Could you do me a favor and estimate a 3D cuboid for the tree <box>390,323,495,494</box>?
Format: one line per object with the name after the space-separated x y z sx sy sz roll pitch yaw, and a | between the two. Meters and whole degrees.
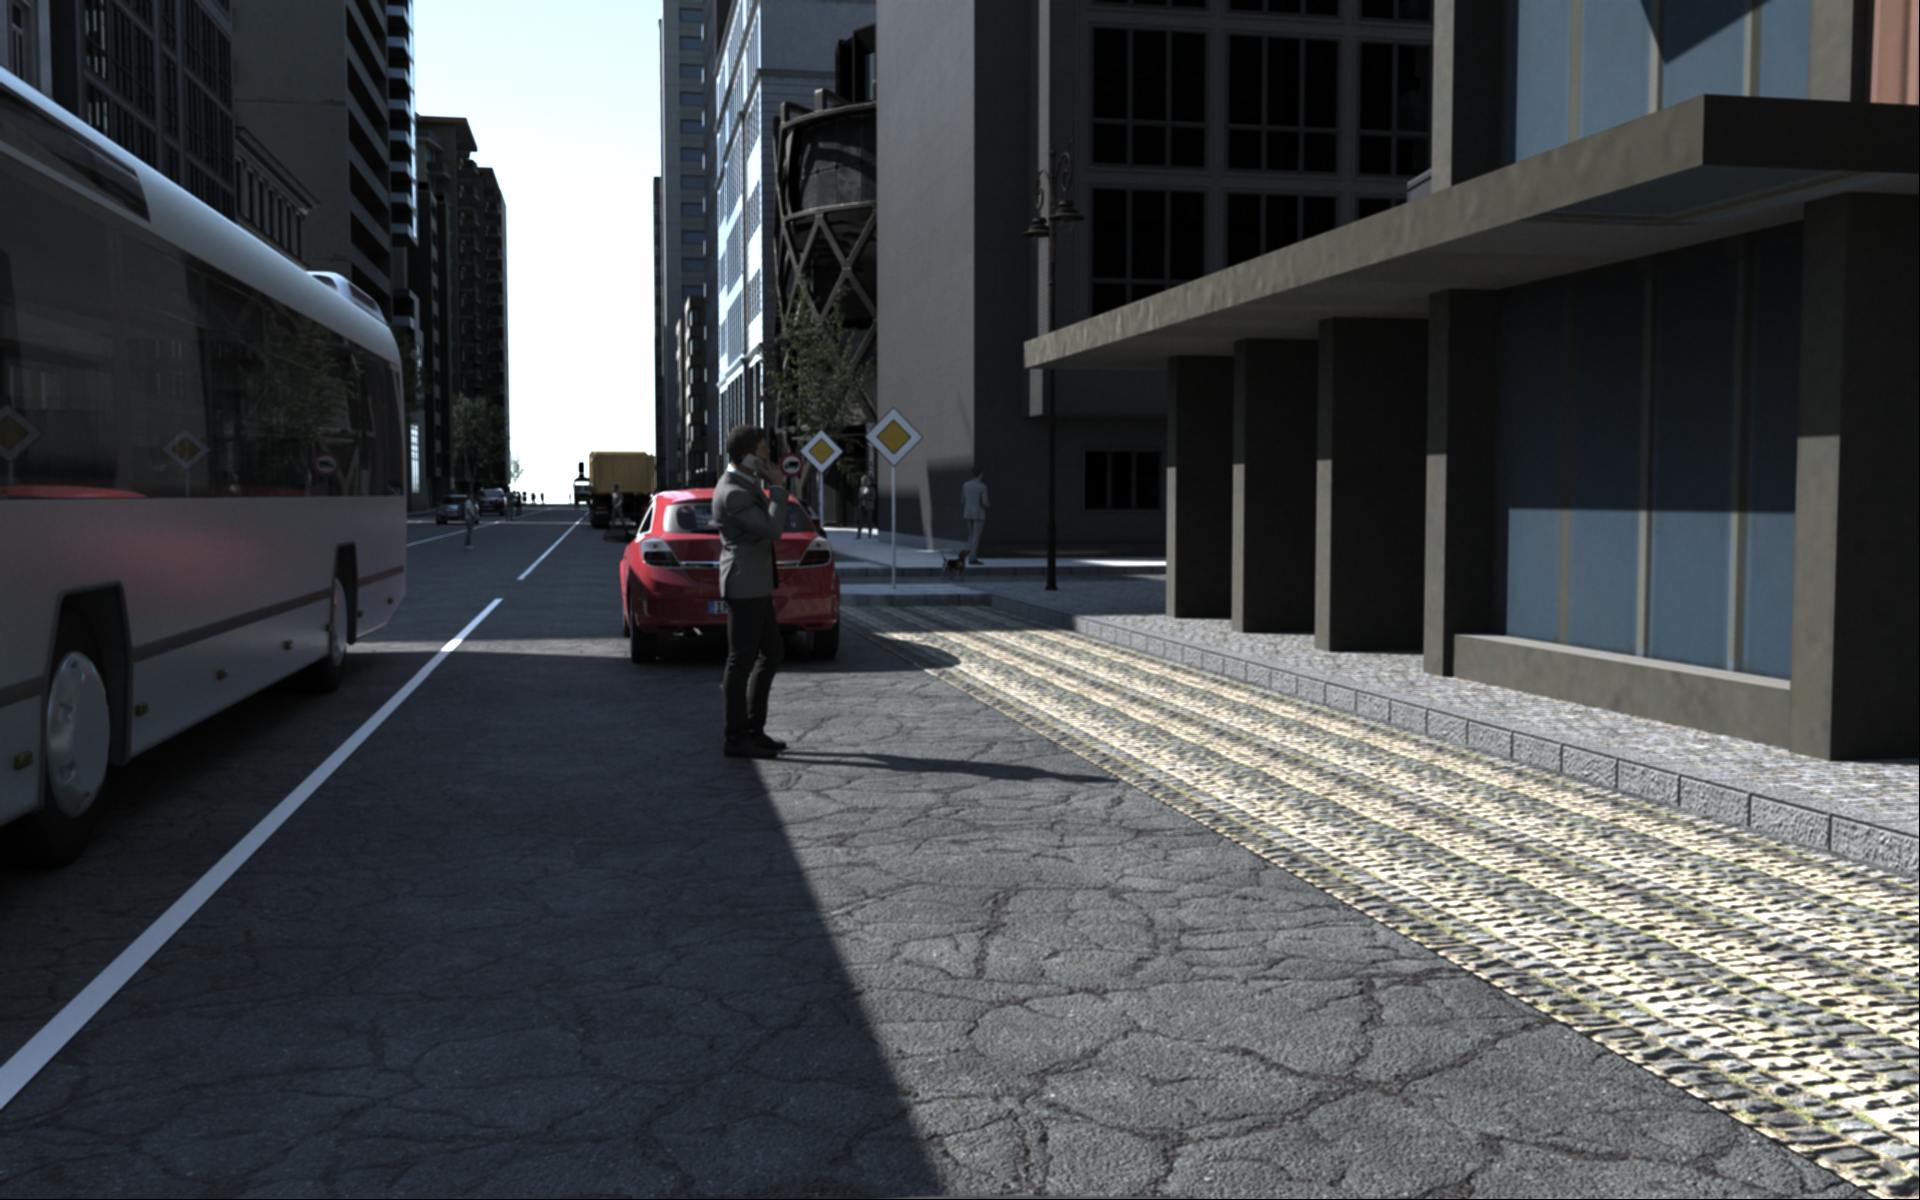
-33.257 -10.439 96.436 9.928 11.665 9.643 0 3 0 | tree

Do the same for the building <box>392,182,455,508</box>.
-54.275 -23.646 158.319 14.160 30.474 14.107 -1 4 -11 | building

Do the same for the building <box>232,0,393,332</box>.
-48.232 -29.672 108.838 21.300 48.544 21.600 -1 4 -11 | building

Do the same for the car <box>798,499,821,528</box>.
-4.176 -1.629 39.208 1.945 1.354 3.894 -1 4 -13 | car

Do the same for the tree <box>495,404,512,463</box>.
-49.142 -15.215 174.522 9.928 11.665 9.643 0 3 0 | tree

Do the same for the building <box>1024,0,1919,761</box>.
14.089 -21.519 6.461 22.147 44.769 28.867 -1 4 -11 | building

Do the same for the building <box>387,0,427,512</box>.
-53.160 -50.226 133.861 22.319 86.520 31.000 -1 4 -11 | building

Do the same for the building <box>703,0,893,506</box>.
-9.410 -28.348 113.599 14.600 45.320 14.200 -1 4 -11 | building

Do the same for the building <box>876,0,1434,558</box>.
10.831 -15.153 41.265 24.014 27.812 14.314 -1 4 -11 | building

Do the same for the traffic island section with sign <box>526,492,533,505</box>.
-58.673 -13.763 233.650 1.989 1.847 2.006 -1 4 -11 | traffic island section with sign

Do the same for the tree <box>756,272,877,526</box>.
-4.642 -6.531 57.142 4.737 8.622 4.395 0 3 0 | tree

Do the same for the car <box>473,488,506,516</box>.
-31.332 -6.536 115.539 2.281 1.827 5.304 -1 4 -11 | car

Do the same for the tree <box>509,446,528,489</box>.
-66.489 -18.842 258.435 4.360 8.622 3.978 0 3 0 | tree

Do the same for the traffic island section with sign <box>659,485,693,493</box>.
-12.729 -4.365 79.998 1.989 1.847 2.006 -1 4 -11 | traffic island section with sign

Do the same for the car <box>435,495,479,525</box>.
-24.109 -4.353 83.182 2.014 1.417 4.499 -1 4 -11 | car

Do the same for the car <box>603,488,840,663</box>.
-2.260 -0.446 16.332 2.155 1.783 4.494 -1 4 -12 | car

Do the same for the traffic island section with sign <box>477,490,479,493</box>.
-42.022 -8.767 151.975 1.989 1.847 2.006 -1 4 -11 | traffic island section with sign

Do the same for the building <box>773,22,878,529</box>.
0.932 -12.348 69.340 16.820 18.784 16.811 -1 4 -11 | building

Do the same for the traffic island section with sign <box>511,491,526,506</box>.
-53.288 -12.147 207.236 1.989 1.847 2.006 -1 4 -11 | traffic island section with sign

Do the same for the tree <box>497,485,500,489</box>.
-53.647 -12.505 199.058 1.663 3.219 1.824 0 3 0 | tree

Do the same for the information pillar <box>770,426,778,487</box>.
-6.469 -4.206 60.128 0.183 3.616 0.504 1 4 18 | information pillar

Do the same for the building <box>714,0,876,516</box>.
-6.366 -19.191 91.264 11.434 29.767 29.804 -1 4 -11 | building

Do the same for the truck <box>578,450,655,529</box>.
-14.883 -4.887 75.826 3.469 3.379 9.791 -1 4 -13 | truck

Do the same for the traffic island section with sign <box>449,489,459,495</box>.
-36.642 -7.152 125.560 1.989 1.847 2.006 -1 4 -11 | traffic island section with sign

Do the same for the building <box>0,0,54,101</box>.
-28.762 -15.314 36.290 13.634 28.700 20.117 -1 4 -11 | building

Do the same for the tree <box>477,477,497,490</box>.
-51.750 -11.850 188.356 1.663 3.219 1.824 0 3 0 | tree

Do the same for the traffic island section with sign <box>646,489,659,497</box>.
-28.157 -8.988 155.575 1.989 1.847 2.006 -1 4 -11 | traffic island section with sign

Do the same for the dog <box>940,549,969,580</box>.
-0.096 -0.592 28.971 0.540 0.507 0.406 0 4 5 | dog

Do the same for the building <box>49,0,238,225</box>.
-33.818 -16.163 57.767 14.314 27.812 24.014 -1 4 -11 | building

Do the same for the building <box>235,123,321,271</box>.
-36.351 -13.146 79.571 10.561 19.102 19.286 -1 4 -11 | building

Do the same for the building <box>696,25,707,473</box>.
-8.714 -31.674 137.473 23.786 49.044 30.456 -1 4 -11 | building

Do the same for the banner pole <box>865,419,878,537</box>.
-2.512 -3.732 51.042 0.401 3.779 0.863 3 5 40 | banner pole

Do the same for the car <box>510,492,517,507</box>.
-49.990 -11.225 192.329 1.959 1.807 4.718 -1 4 -11 | car

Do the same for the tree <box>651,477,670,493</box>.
-32.620 -11.948 189.949 1.663 3.219 1.824 0 3 0 | tree

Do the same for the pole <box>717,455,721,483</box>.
-12.437 -5.850 89.492 0.158 3.312 0.155 0 3 0 | pole
